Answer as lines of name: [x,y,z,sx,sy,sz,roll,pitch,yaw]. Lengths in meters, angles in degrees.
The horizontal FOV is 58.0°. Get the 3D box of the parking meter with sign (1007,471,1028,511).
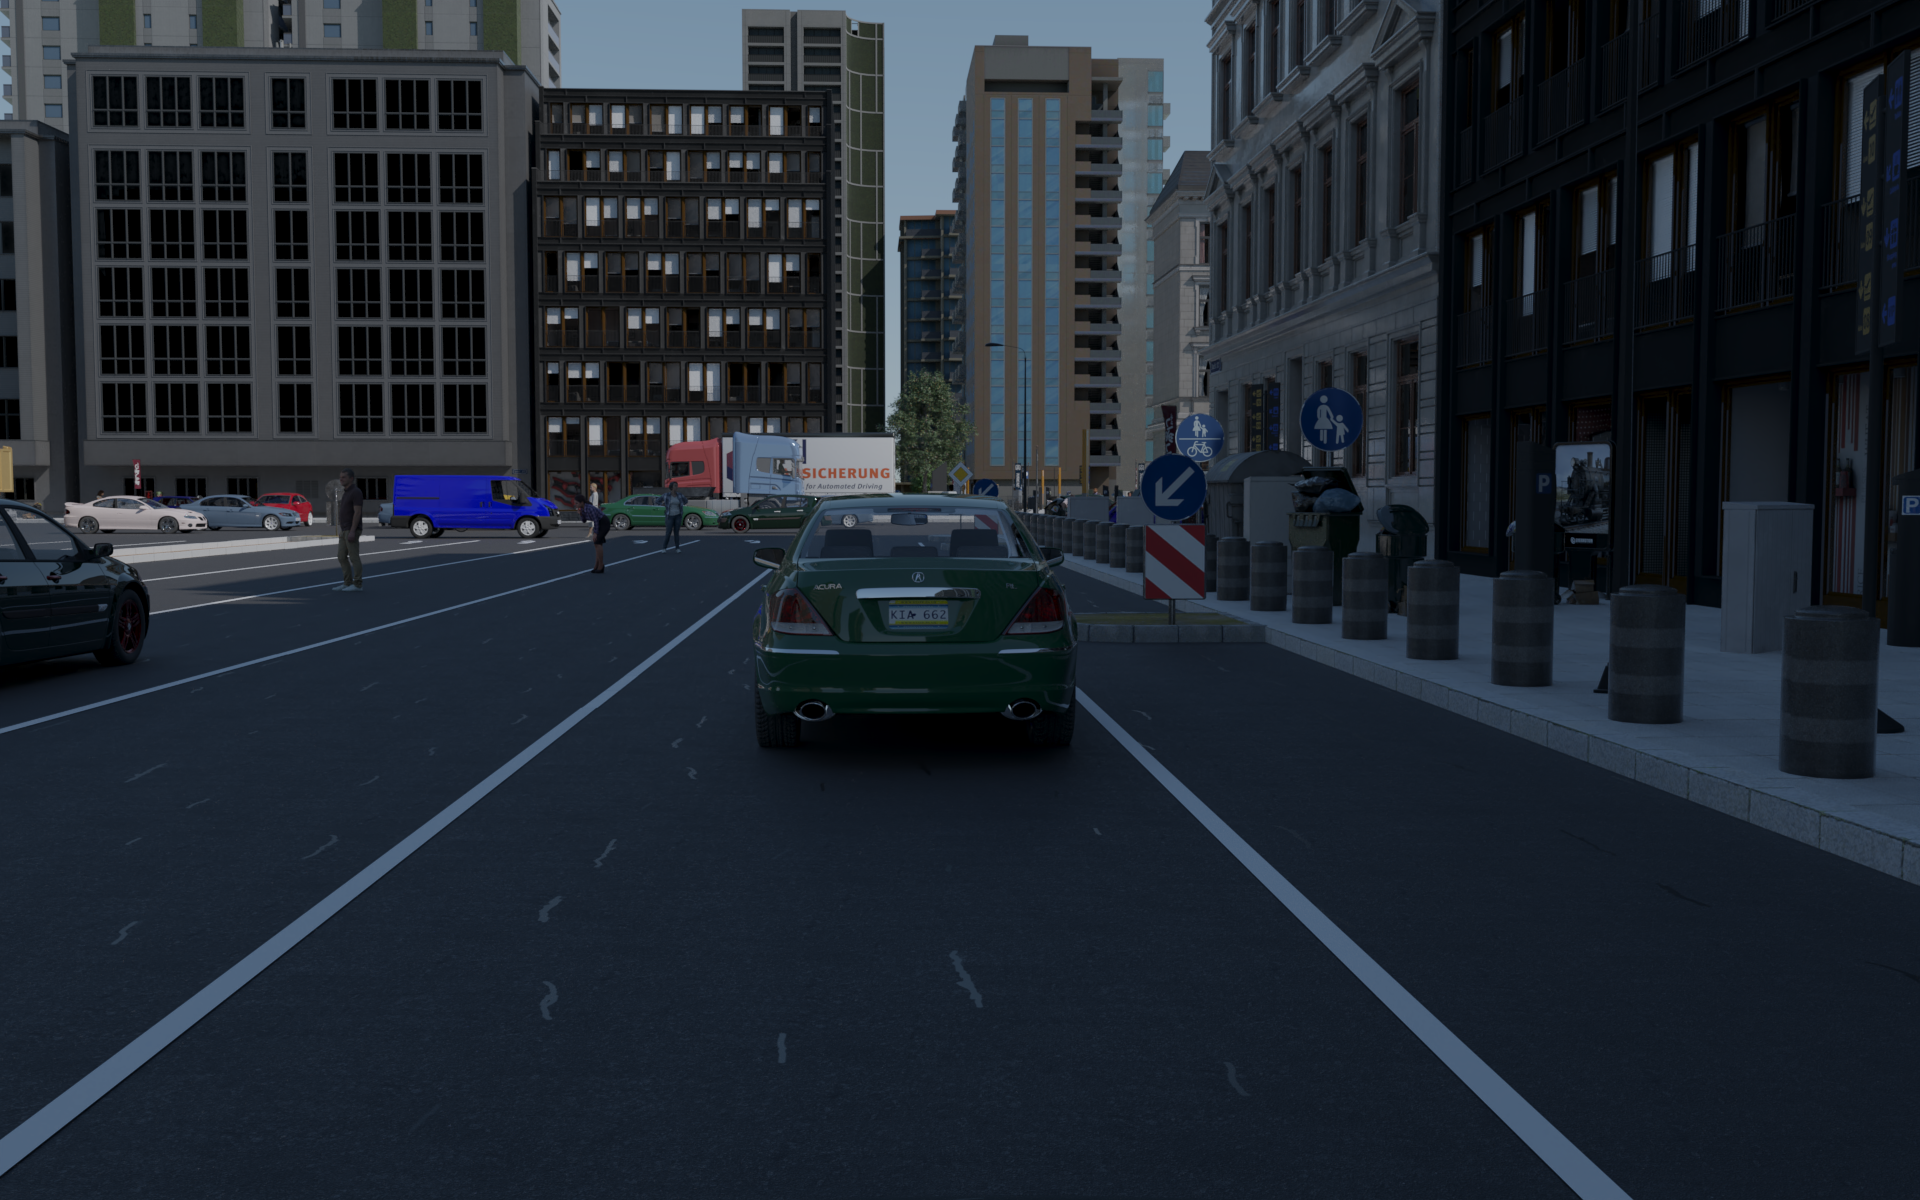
parking meter with sign: [4.428,-8.431,134.114,1.738,3.016,0.543,3,5,41]

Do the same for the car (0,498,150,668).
car: [-7.744,-0.213,13.268,2.009,1.686,4.222,0,4,-3]

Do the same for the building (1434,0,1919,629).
building: [14.450,-11.676,20.575,12.332,23.373,15.834,0,4,-3]

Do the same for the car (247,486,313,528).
car: [-29.481,-4.031,74.950,2.155,1.783,4.494,0,4,-3]

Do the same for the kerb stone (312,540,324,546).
kerb stone: [-17.821,-1.563,47.754,0.120,0.150,1.000,0,4,-3]

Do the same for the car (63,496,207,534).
car: [-30.040,-3.107,63.159,4.827,1.381,2.083,0,4,-4]

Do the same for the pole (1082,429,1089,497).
pole: [3.944,-3.709,54.492,0.158,3.312,0.155,0,3,0]

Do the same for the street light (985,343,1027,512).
street light: [1.466,-4.940,53.308,1.470,5.913,1.316,0,4,-3]

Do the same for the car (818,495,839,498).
car: [-5.905,-3.750,73.310,4.499,1.417,2.014,0,4,-2]

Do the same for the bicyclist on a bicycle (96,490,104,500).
bicyclist on a bicycle: [-38.680,-4.167,78.147,1.625,1.676,1.499,0,4,-4]

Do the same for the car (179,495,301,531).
car: [-28.127,-3.404,67.656,4.499,1.417,2.014,0,4,-2]

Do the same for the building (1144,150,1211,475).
building: [13.057,-15.174,99.001,40.483,20.767,10.553,0,4,-3]

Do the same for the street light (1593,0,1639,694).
street light: [3.726,-2.353,11.019,1.470,5.913,1.316,0,4,-3]

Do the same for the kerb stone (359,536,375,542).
kerb stone: [-18.086,-1.872,52.903,0.120,0.150,1.000,0,4,-3]

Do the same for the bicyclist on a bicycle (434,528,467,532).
bicyclist on a bicycle: [-19.257,-3.367,65.068,1.625,1.676,1.499,0,4,-2]

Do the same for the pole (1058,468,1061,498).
pole: [7.675,-8.552,133.670,0.158,3.312,0.155,0,3,0]

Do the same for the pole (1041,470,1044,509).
pole: [7.070,-9.446,148.282,0.158,3.312,0.155,0,3,0]

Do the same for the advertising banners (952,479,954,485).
advertising banners: [-1.137,-9.019,143.650,2.074,3.025,0.090,1,4,15]

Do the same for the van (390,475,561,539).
van: [-15.690,-3.181,56.397,5.245,2.365,2.240,0,4,-3]

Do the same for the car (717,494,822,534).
car: [-6.804,-3.291,63.594,4.222,1.686,2.009,0,4,-4]

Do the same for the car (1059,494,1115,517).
car: [6.212,-4.195,78.382,4.222,1.686,2.009,0,4,-2]

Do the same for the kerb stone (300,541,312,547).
kerb stone: [-17.763,-1.495,46.725,0.120,0.150,1.000,0,4,-3]

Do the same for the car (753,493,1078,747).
car: [-0.320,0.032,11.270,2.131,1.459,4.920,0,4,-3]

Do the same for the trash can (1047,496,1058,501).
trash can: [6.226,-6.430,116.776,0.748,1.137,0.748,0,3,0]

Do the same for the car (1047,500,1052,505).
car: [6.728,-4.560,86.922,4.827,1.381,2.083,0,4,-4]

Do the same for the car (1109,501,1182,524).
car: [5.627,-2.760,57.705,3.894,1.354,1.945,0,4,-2]

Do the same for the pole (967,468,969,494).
pole: [0.591,-8.535,133.385,0.158,3.312,0.155,0,3,0]

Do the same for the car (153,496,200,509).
car: [-36.205,-4.200,81.245,3.894,1.354,1.945,0,4,-4]

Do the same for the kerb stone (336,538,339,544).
kerb stone: [-17.920,-1.689,49.818,0.120,0.150,1.000,0,4,-3]

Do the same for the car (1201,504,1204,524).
car: [8.046,-2.951,60.829,3.894,1.354,1.945,0,4,-5]

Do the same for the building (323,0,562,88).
building: [-59.399,-39.900,194.358,28.212,58.520,21.231,0,4,-3]

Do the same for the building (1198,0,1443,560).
building: [12.582,-12.405,38.985,11.583,22.565,21.152,0,4,-3]

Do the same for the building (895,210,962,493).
building: [3.460,-37.196,262.776,28.867,44.769,22.147,0,4,-3]

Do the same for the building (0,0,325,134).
building: [-87.907,-39.733,191.626,28.212,58.520,21.231,0,4,-3]

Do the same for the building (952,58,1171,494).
building: [10.592,-35.095,193.407,23.786,49.044,30.456,0,4,-3]

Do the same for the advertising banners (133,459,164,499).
advertising banners: [-41.200,-5.612,87.940,0.090,3.025,2.074,1,4,18]

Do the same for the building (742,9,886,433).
building: [-21.496,-50.235,259.590,20.611,71.187,20.563,0,4,-3]

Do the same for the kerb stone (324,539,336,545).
kerb stone: [-17.867,-1.626,48.792,0.120,0.150,1.000,0,4,-3]

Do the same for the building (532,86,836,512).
building: [-15.135,-16.461,98.807,15.834,23.373,12.332,0,4,-3]

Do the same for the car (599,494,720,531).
car: [-11.998,-3.499,69.000,4.920,1.459,2.131,0,4,-2]

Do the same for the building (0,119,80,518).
building: [-62.987,-16.972,96.554,30.058,24.678,14.314,0,4,-3]

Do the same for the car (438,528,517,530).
car: [-19.300,-3.594,68.986,3.980,1.641,2.015,0,4,-3]

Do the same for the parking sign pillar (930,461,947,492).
parking sign pillar: [-1.749,-9.361,141.531,1.447,3.967,1.447,-2,4,-25]

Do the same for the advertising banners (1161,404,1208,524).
advertising banners: [4.613,-2.352,34.644,0.090,3.025,2.074,3,5,42]

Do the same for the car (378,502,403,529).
car: [-21.865,-3.678,72.136,4.499,1.417,2.014,0,4,-2]

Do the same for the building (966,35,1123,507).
building: [7.908,-31.863,171.062,14.600,45.320,14.200,0,4,-3]

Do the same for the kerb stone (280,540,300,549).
kerb stone: [-17.704,-1.437,45.691,0.120,0.150,1.000,0,4,-3]

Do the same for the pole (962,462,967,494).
pole: [0.211,-7.062,109.311,0.158,3.312,0.155,0,3,0]

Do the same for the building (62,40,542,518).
building: [-35.341,-18.602,97.658,24.014,27.812,14.314,0,4,-3]
